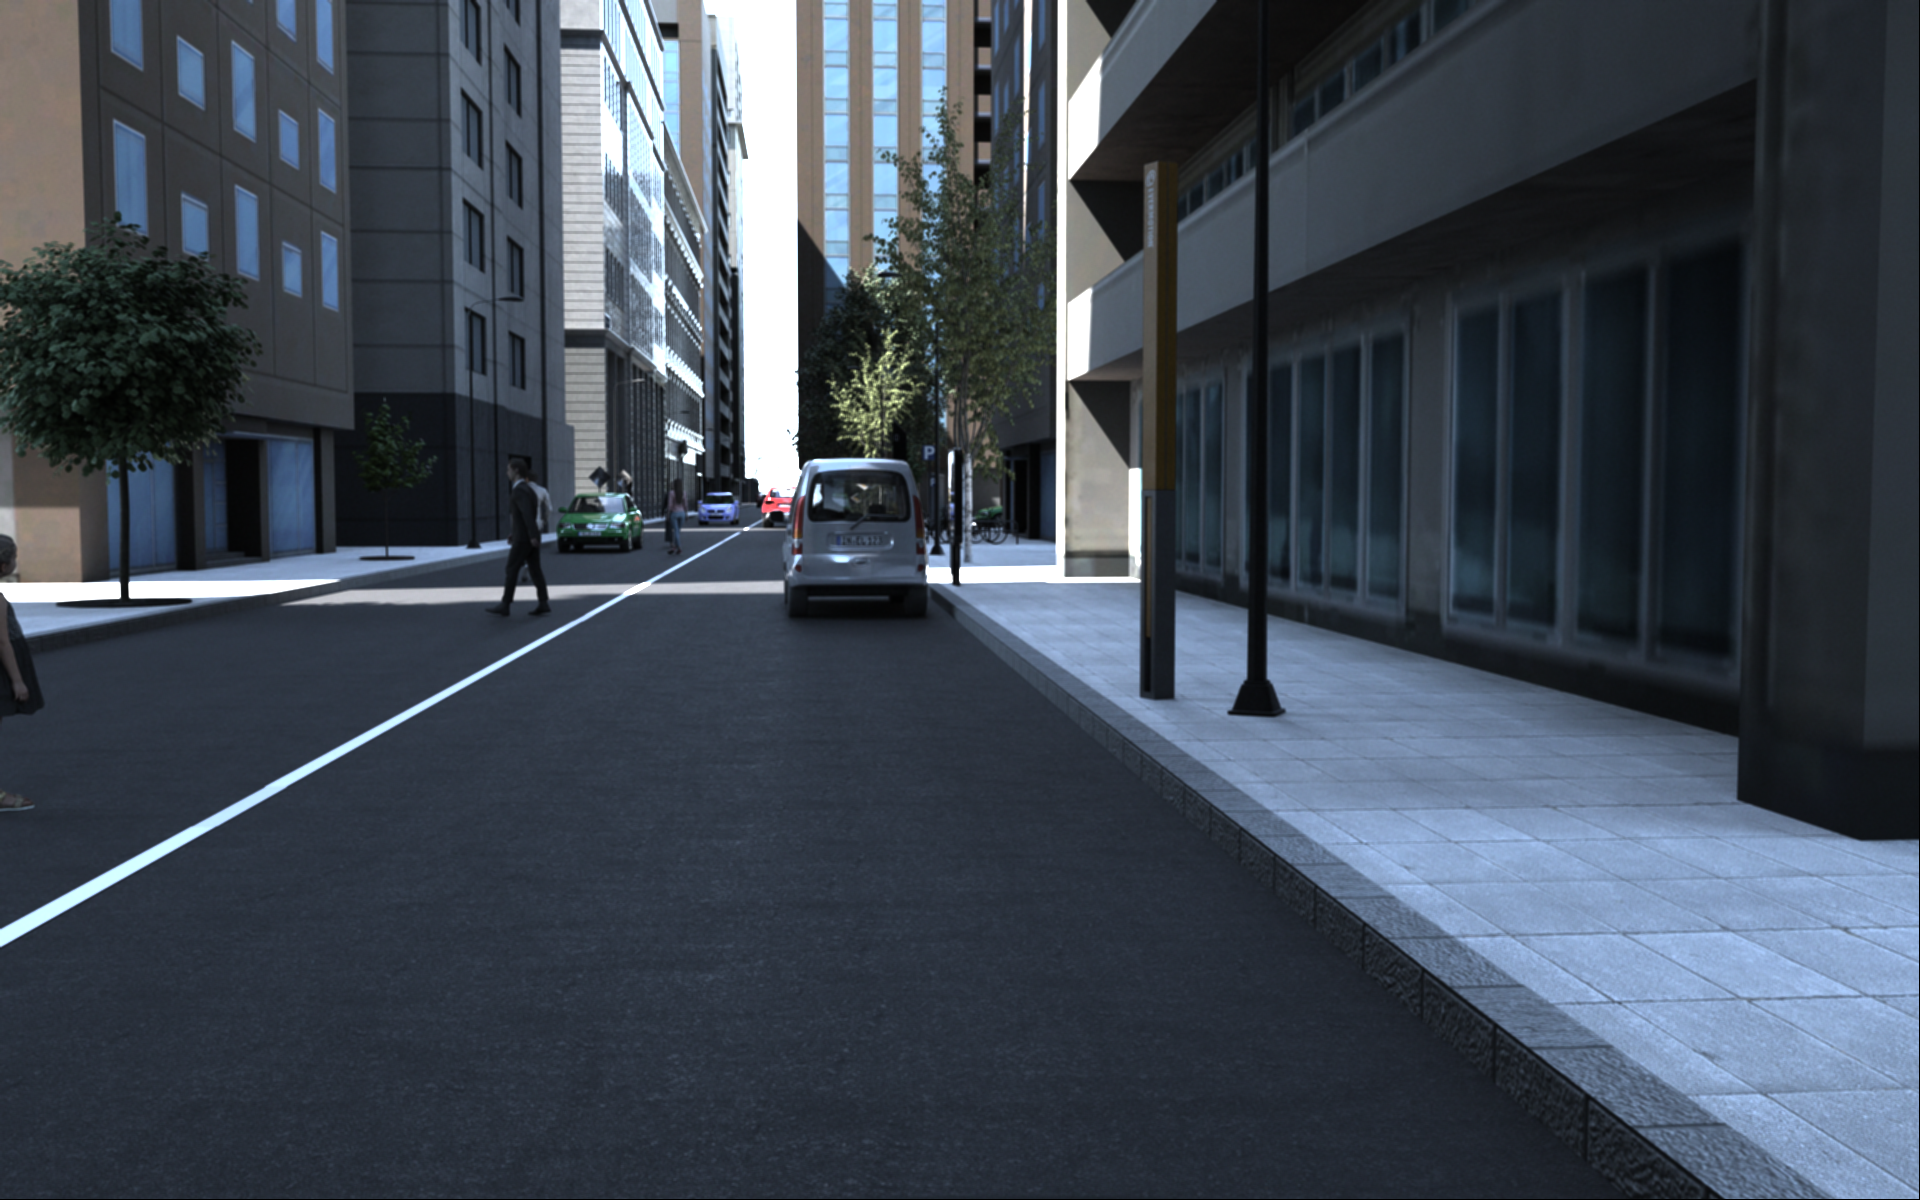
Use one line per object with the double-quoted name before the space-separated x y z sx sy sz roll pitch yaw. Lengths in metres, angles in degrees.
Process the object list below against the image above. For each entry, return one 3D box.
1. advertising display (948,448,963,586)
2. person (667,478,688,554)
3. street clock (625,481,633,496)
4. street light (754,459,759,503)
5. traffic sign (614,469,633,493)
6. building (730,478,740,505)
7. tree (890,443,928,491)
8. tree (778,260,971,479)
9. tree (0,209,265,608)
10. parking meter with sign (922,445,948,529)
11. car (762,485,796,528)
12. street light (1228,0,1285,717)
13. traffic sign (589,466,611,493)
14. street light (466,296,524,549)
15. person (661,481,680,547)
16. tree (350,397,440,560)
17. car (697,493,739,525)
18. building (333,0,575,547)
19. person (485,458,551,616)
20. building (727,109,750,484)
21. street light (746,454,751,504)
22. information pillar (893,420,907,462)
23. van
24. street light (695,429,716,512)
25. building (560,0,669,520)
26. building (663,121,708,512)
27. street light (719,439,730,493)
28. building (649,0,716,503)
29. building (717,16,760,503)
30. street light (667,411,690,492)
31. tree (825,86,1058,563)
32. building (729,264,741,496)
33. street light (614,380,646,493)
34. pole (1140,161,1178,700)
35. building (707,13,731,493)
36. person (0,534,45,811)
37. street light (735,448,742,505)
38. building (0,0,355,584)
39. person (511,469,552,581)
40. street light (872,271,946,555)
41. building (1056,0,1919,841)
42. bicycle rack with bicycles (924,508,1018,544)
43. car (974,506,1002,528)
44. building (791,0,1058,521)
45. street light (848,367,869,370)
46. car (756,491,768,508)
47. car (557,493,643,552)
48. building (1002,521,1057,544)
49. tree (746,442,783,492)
"advertising display" -0.070 -1.181 24.516 0.123 1.923 0.974 0 4 -6
"person" -6.742 -2.013 41.415 0.555 1.821 0.388 -3 5 -43
"street clock" -13.680 -4.099 71.582 0.358 2.002 0.471 0 4 -1
"street light" -27.370 -15.725 229.642 1.470 5.913 1.316 0 4 -5
"traffic sign" -13.687 -4.087 70.472 0.795 2.450 0.064 0 4 -5
"building" -40.964 -30.558 191.498 32.217 40.220 23.993 0 4 -5
"tree" -1.842 -3.936 58.955 1.663 3.219 1.824 0 3 0
"tree" -4.112 -10.262 84.795 9.611 12.733 9.660 0 3 0
"tree" -9.801 -2.221 20.033 4.285 4.588 4.351 0 3 0
"parking meter with sign" -0.840 -4.046 62.407 0.543 3.016 1.738 1 4 16
"car" -7.382 -4.022 74.435 2.281 1.827 5.304 0 4 -3
"street light" 1.196 -2.286 9.917 1.470 5.913 1.316 0 4 -5
"traffic sign" -12.996 -3.601 62.517 0.795 2.450 0.064 0 4 -5
"street light" -10.939 -4.172 40.748 1.470 5.913 1.316 0 4 -5
"person" -7.792 -2.324 46.912 0.576 1.772 0.534 -1 4 -19
"tree" -11.275 -2.394 33.742 1.663 3.219 1.824 0 3 0
"car" -11.274 -4.368 81.013 1.945 1.707 3.694 0 4 -3
"building" -23.301 -37.385 49.504 20.611 71.187 20.563 0 4 -5
"person" -5.218 -0.744 20.443 0.755 1.850 0.659 0 4 5
"building" -43.835 -39.807 240.084 28.713 52.752 27.495 0 4 -5
"street light" -24.788 -13.876 199.406 1.470 5.913 1.316 0 4 -5
"information pillar" -1.909 -3.868 54.590 0.504 3.616 0.183 2 4 34
"van" -1.370 -0.898 21.687 2.013 2.044 4.112 0 4 -7
"street light" -18.226 -9.221 123.297 1.470 5.913 1.316 0 4 -5
"building" -20.970 -18.723 83.619 11.434 29.767 29.804 0 4 -5
"building" -27.172 -21.021 120.116 17.030 29.872 44.131 0 4 -5
"street light" -20.217 -10.644 146.569 1.470 5.913 1.316 0 4 -5
"building" -28.909 -30.641 151.084 14.600 45.320 14.200 0 4 -5
"building" -41.656 -50.530 264.410 20.563 71.187 20.611 0 4 -5
"street light" -15.784 -7.606 96.906 1.470 5.913 1.316 0 4 -5
"tree" 0.394 -5.002 32.152 4.737 8.622 4.395 0 3 0
"building" -34.171 -26.897 211.469 14.160 30.474 14.107 0 4 -5
"street light" -13.437 -5.980 70.312 1.470 5.913 1.316 0 4 -5
"pole" 1.240 -1.036 10.788 0.158 3.312 0.155 0 3 0
"building" -33.724 -33.326 168.579 21.300 48.544 21.600 0 4 -5
"person" -4.386 0.321 7.915 0.373 1.253 0.362 -3 4 -37
"street light" -22.449 -12.259 172.979 1.470 5.913 1.316 0 4 -5
"building" -19.687 -23.206 29.533 14.600 45.320 14.200 0 4 -5
"person" -7.080 -1.241 28.637 0.661 1.843 0.795 -1 4 -17
"street light" -1.022 -3.903 36.351 1.470 5.913 1.316 0 4 -5
"building" 13.035 -24.011 16.284 21.300 48.544 21.600 0 4 -5
"bicycle rack with bicycles" 0.112 -1.914 44.670 2.925 0.926 2.852 -1 4 -21
"car" 2.902 -3.703 69.334 4.718 1.807 1.959 0 4 -6
"building" -2.464 -27.488 99.537 14.600 45.320 14.200 0 4 -5
"street light" -3.396 -5.550 63.277 1.470 5.913 1.316 0 4 -5
"car" -20.690 -10.809 185.394 2.281 1.827 5.304 0 4 -4
"car" -9.106 -2.152 43.986 1.959 1.807 4.718 0 4 -5
"building" 8.499 -24.436 49.636 14.600 45.320 14.200 0 4 -5
"tree" -34.915 -22.484 302.017 8.767 10.594 7.601 0 4 -4
